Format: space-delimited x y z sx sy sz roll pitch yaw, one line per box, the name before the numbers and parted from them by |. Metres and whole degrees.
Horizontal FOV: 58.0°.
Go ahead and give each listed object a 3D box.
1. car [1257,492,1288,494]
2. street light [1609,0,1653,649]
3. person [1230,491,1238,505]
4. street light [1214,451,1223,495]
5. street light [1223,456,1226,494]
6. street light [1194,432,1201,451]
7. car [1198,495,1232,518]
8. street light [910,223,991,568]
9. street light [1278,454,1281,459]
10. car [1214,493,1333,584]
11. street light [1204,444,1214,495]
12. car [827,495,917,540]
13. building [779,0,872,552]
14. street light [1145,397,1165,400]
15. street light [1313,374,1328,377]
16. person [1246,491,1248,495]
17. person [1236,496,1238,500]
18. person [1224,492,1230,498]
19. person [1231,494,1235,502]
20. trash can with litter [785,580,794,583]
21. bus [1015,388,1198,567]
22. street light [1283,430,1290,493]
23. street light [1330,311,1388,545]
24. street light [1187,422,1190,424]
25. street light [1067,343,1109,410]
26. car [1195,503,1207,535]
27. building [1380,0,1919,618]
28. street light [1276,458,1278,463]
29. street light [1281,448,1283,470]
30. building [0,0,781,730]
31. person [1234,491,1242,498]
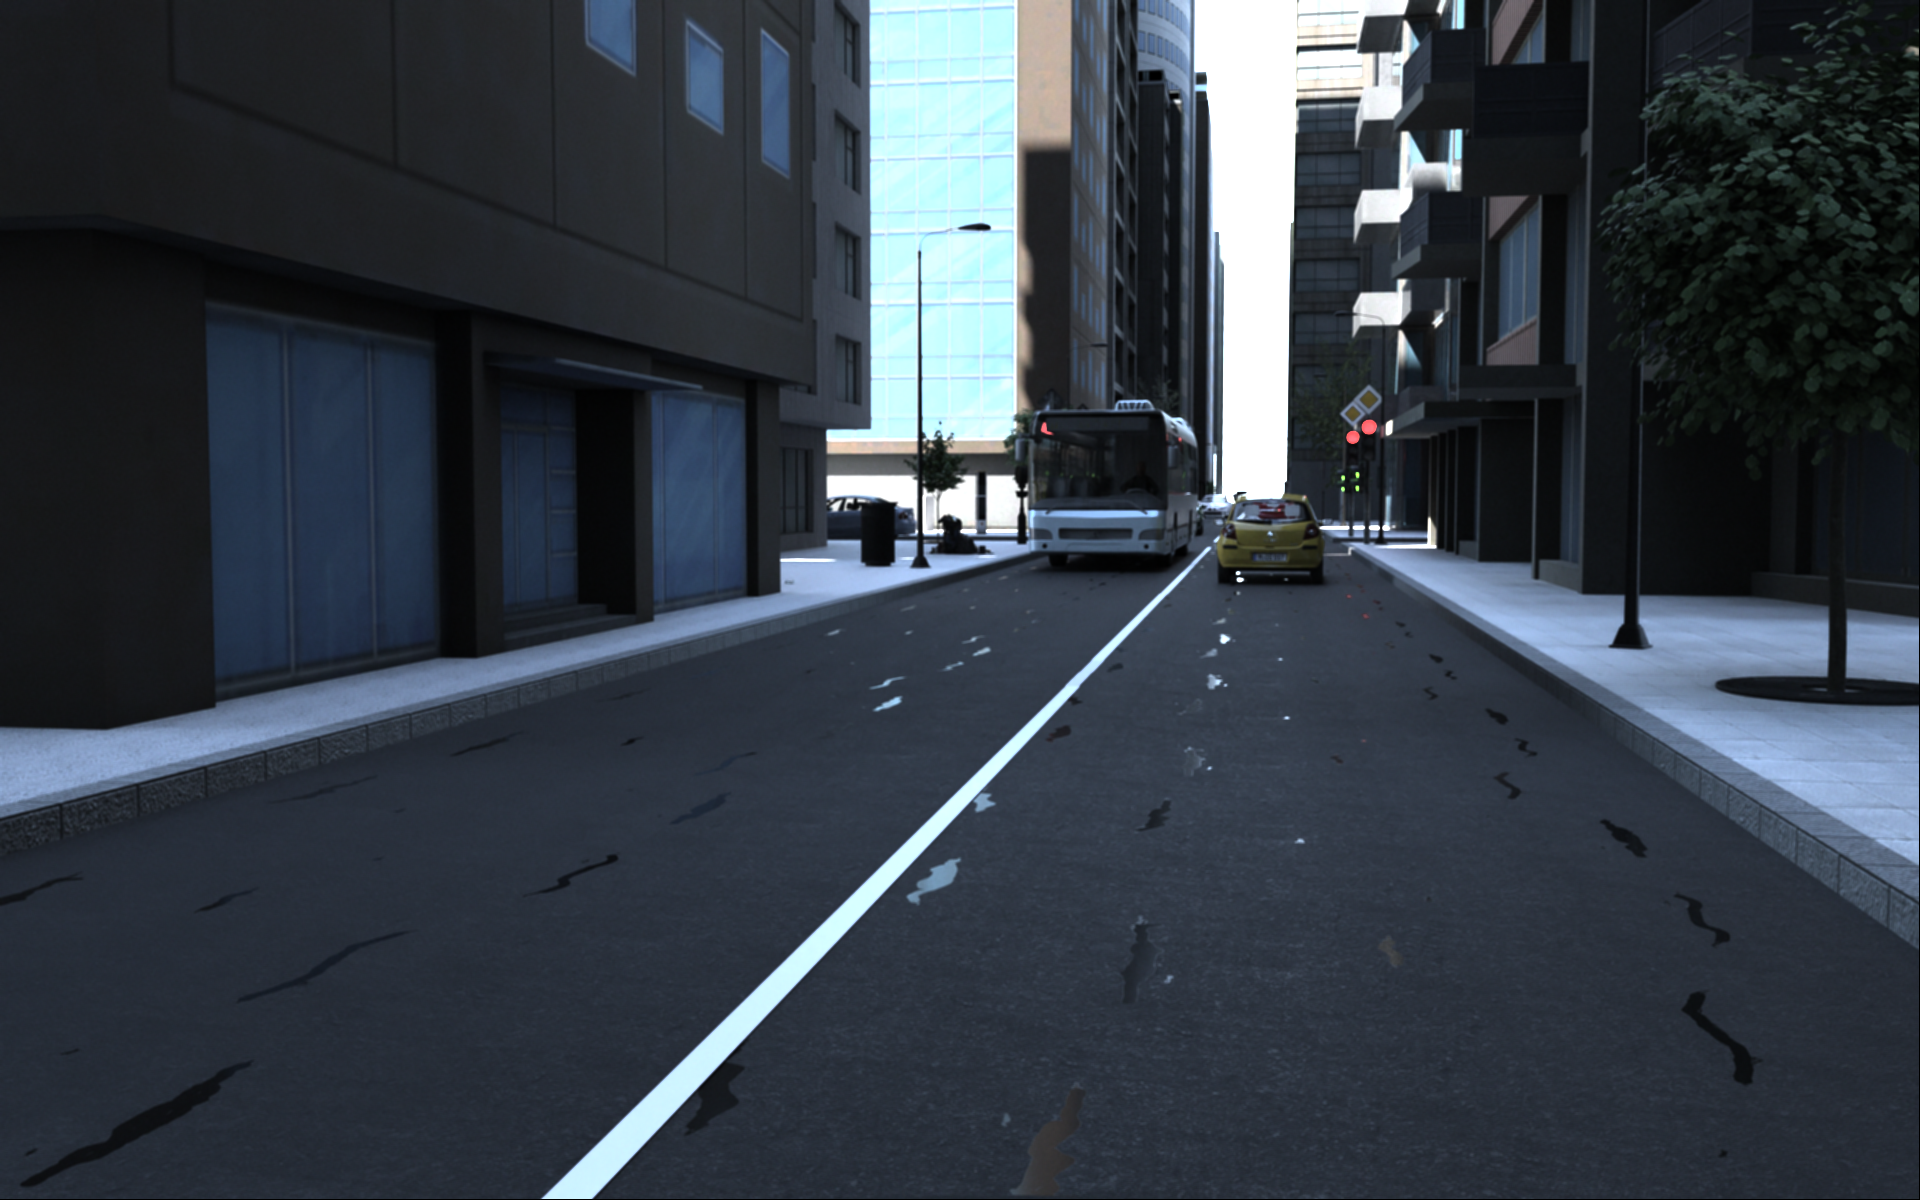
car | 11.365 -3.305 63.080 2.155 1.783 4.494 1 4 8
street light | 5.079 -2.561 14.406 1.470 5.913 1.316 1 4 10
person | 35.515 -13.177 223.952 1.348 1.824 0.705 2 4 33
street light | 27.589 -13.213 188.576 1.470 5.913 1.316 1 4 10
street light | 31.371 -14.570 210.767 1.470 5.913 1.316 1 4 10
street light | 17.243 -9.582 129.204 1.470 5.913 1.316 1 4 10
car | 15.372 -5.631 104.420 2.083 1.381 4.827 1 4 12
street light | -0.160 -3.509 29.920 1.470 5.913 1.316 1 4 10
street light | 32.683 -12.236 172.595 1.470 5.913 1.316 1 4 10
car | 5.272 -1.163 29.234 2.015 1.641 3.980 1 4 11
street light | 22.395 -11.430 159.423 1.470 5.913 1.316 1 4 10
car | -3.510 -2.355 50.509 4.499 1.417 2.014 1 4 11
building | -9.692 -21.747 39.164 14.086 41.232 14.154 1 4 10
street light | 9.056 -6.737 82.692 1.470 5.913 1.316 1 4 10
street light | 14.351 -5.784 67.116 1.470 5.913 1.316 1 4 10
person | 42.056 -14.975 253.276 0.705 1.831 1.348 3 4 38
person | 36.798 -13.356 230.062 0.799 1.438 0.628 2 4 29
person | 31.152 -11.781 201.917 0.742 1.727 0.445 0 4 -4
person | 36.559 -13.443 231.489 0.799 1.438 0.628 -1 4 -19
trash can with litter | -3.496 -0.827 24.582 2.233 1.210 1.678 0 4 0
bus | 3.510 -2.586 37.147 2.948 3.499 13.247 1 4 10
street light | 24.417 -9.377 125.859 1.470 5.913 1.316 1 4 10
street light | 10.206 -4.377 44.105 1.470 5.913 1.316 1 4 10
street light | 14.114 -8.515 111.763 1.470 5.913 1.316 1 4 10
street light | 3.870 -4.948 53.442 1.470 5.913 1.316 1 4 10
car | 7.767 -3.067 61.943 2.131 1.459 4.920 1 4 9
building | 18.846 -22.792 27.282 22.147 44.769 28.867 1 4 10
street light | 37.806 -14.013 201.655 1.470 5.913 1.316 1 4 10
street light | 27.603 -10.457 143.518 1.470 5.913 1.316 1 4 10
building | -9.944 -22.363 15.750 14.600 45.320 14.200 1 4 10
person | 34.905 -12.707 216.276 1.348 1.821 0.705 1 4 21
